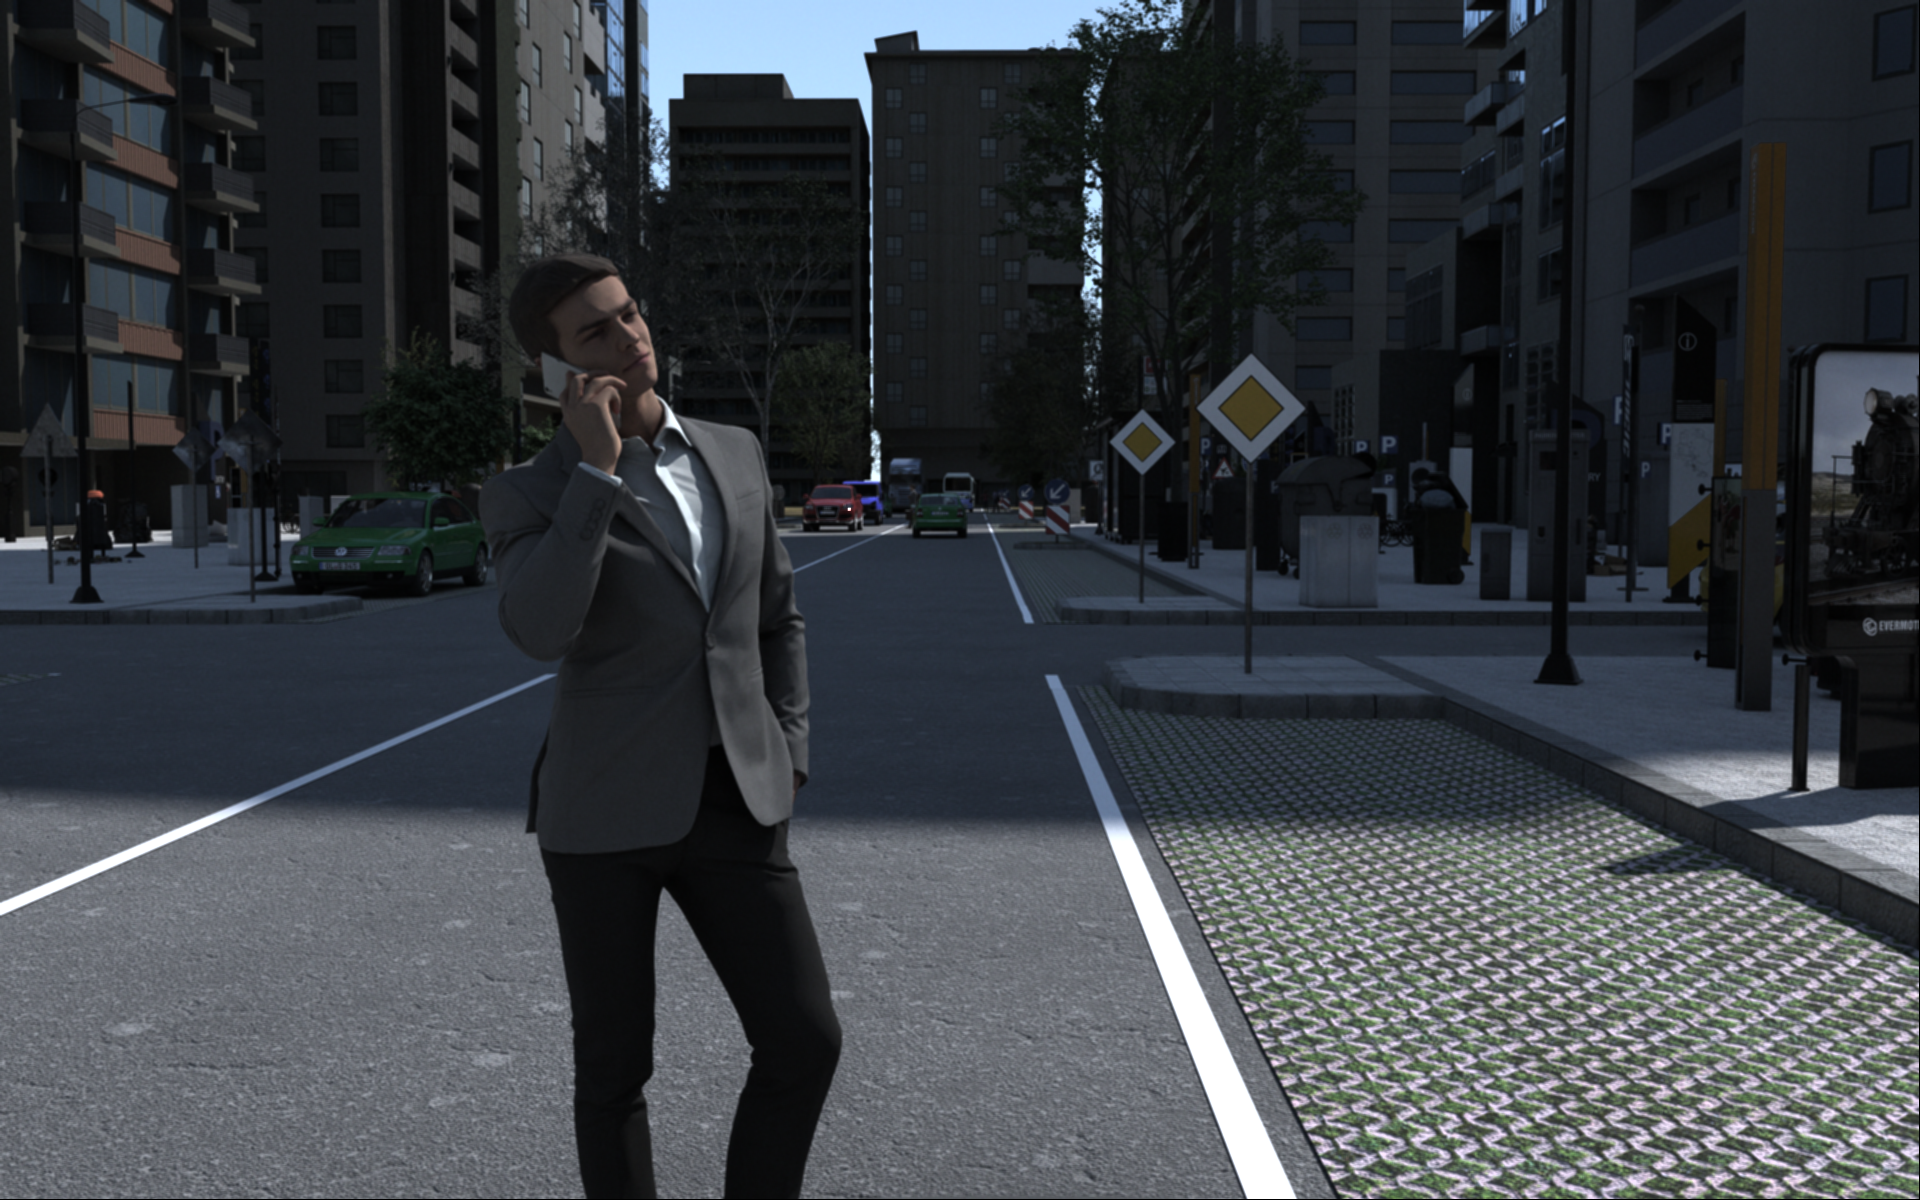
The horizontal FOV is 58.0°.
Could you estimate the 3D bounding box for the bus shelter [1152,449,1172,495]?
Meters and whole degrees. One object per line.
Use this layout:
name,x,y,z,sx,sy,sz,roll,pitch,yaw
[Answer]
bus shelter,7.434,-4.652,67.347,1.731,3.624,6.357,0,4,0

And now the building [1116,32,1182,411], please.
building,30.795,-37.767,206.736,27.495,52.752,28.713,0,4,1

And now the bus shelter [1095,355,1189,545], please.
bus shelter,4.918,-4.291,47.797,2.179,5.291,8.768,0,4,1

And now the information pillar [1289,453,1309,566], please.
information pillar,6.094,-1.629,31.124,0.304,2.012,0.304,1,4,15

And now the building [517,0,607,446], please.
building,-37.924,-31.773,108.730,28.713,52.752,27.495,0,4,1

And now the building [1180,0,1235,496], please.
building,30.477,-31.940,145.913,21.300,48.544,21.600,0,4,1

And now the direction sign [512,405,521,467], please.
direction sign,-11.131,-3.155,43.589,0.379,3.537,0.876,0,4,-4

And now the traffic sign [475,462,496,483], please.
traffic sign,-12.841,-2.867,46.882,0.884,2.594,0.081,0,4,8

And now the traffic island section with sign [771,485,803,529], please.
traffic island section with sign,-7.584,-3.879,72.044,1.989,1.847,2.006,0,4,1

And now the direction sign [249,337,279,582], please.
direction sign,-10.248,-2.045,25.428,0.379,3.537,0.876,0,4,-6

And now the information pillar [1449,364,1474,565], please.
information pillar,9.010,-2.432,31.115,0.504,3.616,0.183,-2,4,-29

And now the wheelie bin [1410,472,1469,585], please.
wheelie bin,6.814,-1.028,24.710,0.693,1.594,0.980,0,4,-6

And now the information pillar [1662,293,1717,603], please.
information pillar,8.573,-1.771,20.315,0.504,3.616,0.183,0,4,3

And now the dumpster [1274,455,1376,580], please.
dumpster,5.604,-1.274,26.591,1.264,1.857,1.865,0,4,1

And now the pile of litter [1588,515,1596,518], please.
pile of litter,13.059,-1.391,36.701,1.176,0.858,1.719,1,4,19

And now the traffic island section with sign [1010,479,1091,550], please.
traffic island section with sign,2.397,-2.235,45.165,1.989,1.847,2.006,0,4,1

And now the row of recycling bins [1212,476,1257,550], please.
row of recycling bins,6.584,-2.099,41.432,1.069,1.692,3.534,1,4,14

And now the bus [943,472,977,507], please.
bus,-0.032,-10.028,158.810,2.948,3.499,13.247,0,4,1

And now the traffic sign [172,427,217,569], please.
traffic sign,-13.158,-1.749,29.782,0.795,2.450,0.064,0,4,5

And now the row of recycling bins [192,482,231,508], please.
row of recycling bins,-24.118,-2.981,55.848,1.069,1.692,3.534,-1,4,-11

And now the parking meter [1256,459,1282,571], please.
parking meter,5.174,-1.424,28.986,0.399,1.863,0.255,-3,4,-38

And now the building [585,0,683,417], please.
building,-38.890,-50.915,145.128,31.000,86.520,22.319,0,4,1

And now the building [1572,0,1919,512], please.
building,63.950,-36.886,145.080,28.212,58.520,21.231,0,4,1

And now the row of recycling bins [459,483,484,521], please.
row of recycling bins,-17.455,-3.537,64.940,1.069,1.692,3.534,2,4,25

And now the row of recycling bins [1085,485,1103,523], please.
row of recycling bins,7.306,-4.274,76.992,3.534,1.692,1.069,-1,4,-15

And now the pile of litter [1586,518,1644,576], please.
pile of litter,10.104,-0.828,27.502,1.719,0.858,1.176,-1,4,-8

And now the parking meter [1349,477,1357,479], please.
parking meter,6.139,-1.348,27.753,0.399,1.863,0.255,-2,4,-24

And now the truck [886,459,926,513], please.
truck,-3.959,-9.000,136.906,2.967,4.110,18.799,0,4,1

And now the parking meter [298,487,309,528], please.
parking meter,-24.502,-3.441,64.670,0.372,1.533,0.369,0,3,0

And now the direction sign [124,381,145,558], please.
direction sign,-16.758,-2.634,35.065,0.379,3.537,0.876,-1,4,-22

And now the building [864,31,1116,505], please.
building,3.297,-37.751,206.469,27.495,52.752,28.713,0,4,1

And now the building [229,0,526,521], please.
building,-30.524,-19.236,86.209,14.160,30.474,14.107,0,4,1

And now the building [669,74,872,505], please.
building,-21.662,-35.471,203.657,21.600,48.544,21.300,0,4,1

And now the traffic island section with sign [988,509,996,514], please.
traffic island section with sign,3.113,-6.992,122.942,1.989,1.847,2.006,0,4,1

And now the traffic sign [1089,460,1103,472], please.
traffic sign,5.222,-3.961,64.863,0.768,2.556,0.104,0,4,3

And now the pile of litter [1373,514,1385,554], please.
pile of litter,8.679,-1.448,37.632,1.176,0.858,1.719,1,4,22

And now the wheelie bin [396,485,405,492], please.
wheelie bin,-20.293,-3.367,62.954,0.693,1.594,0.980,-1,4,-23

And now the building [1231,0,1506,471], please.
building,29.678,-35.355,120.061,21.231,58.520,28.212,0,4,1

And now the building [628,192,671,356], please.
building,-44.421,-31.681,209.863,23.993,40.220,32.217,0,4,1

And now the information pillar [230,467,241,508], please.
information pillar,-19.740,-2.622,47.355,0.304,2.012,0.304,0,4,-6

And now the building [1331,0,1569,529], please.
building,29.797,-46.308,69.808,22.319,86.520,31.000,0,4,1

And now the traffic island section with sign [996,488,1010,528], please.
traffic island section with sign,2.647,-3.923,72.776,1.989,1.847,2.006,0,4,1

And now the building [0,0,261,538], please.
building,-37.101,-24.573,56.400,22.147,44.769,28.867,0,4,1

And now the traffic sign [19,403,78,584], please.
traffic sign,-13.004,-1.511,24.706,0.884,2.594,0.081,0,4,6

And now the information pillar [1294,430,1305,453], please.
information pillar,12.358,-4.399,63.280,0.504,3.616,0.183,-1,4,-14

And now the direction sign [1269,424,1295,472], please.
direction sign,10.468,-3.938,56.380,0.876,3.537,0.379,3,4,37

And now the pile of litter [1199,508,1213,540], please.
pile of litter,7.266,-2.127,48.740,1.719,0.858,1.176,-2,4,-32

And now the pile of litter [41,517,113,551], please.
pile of litter,-20.171,-1.567,39.587,1.176,0.858,1.719,3,5,40
